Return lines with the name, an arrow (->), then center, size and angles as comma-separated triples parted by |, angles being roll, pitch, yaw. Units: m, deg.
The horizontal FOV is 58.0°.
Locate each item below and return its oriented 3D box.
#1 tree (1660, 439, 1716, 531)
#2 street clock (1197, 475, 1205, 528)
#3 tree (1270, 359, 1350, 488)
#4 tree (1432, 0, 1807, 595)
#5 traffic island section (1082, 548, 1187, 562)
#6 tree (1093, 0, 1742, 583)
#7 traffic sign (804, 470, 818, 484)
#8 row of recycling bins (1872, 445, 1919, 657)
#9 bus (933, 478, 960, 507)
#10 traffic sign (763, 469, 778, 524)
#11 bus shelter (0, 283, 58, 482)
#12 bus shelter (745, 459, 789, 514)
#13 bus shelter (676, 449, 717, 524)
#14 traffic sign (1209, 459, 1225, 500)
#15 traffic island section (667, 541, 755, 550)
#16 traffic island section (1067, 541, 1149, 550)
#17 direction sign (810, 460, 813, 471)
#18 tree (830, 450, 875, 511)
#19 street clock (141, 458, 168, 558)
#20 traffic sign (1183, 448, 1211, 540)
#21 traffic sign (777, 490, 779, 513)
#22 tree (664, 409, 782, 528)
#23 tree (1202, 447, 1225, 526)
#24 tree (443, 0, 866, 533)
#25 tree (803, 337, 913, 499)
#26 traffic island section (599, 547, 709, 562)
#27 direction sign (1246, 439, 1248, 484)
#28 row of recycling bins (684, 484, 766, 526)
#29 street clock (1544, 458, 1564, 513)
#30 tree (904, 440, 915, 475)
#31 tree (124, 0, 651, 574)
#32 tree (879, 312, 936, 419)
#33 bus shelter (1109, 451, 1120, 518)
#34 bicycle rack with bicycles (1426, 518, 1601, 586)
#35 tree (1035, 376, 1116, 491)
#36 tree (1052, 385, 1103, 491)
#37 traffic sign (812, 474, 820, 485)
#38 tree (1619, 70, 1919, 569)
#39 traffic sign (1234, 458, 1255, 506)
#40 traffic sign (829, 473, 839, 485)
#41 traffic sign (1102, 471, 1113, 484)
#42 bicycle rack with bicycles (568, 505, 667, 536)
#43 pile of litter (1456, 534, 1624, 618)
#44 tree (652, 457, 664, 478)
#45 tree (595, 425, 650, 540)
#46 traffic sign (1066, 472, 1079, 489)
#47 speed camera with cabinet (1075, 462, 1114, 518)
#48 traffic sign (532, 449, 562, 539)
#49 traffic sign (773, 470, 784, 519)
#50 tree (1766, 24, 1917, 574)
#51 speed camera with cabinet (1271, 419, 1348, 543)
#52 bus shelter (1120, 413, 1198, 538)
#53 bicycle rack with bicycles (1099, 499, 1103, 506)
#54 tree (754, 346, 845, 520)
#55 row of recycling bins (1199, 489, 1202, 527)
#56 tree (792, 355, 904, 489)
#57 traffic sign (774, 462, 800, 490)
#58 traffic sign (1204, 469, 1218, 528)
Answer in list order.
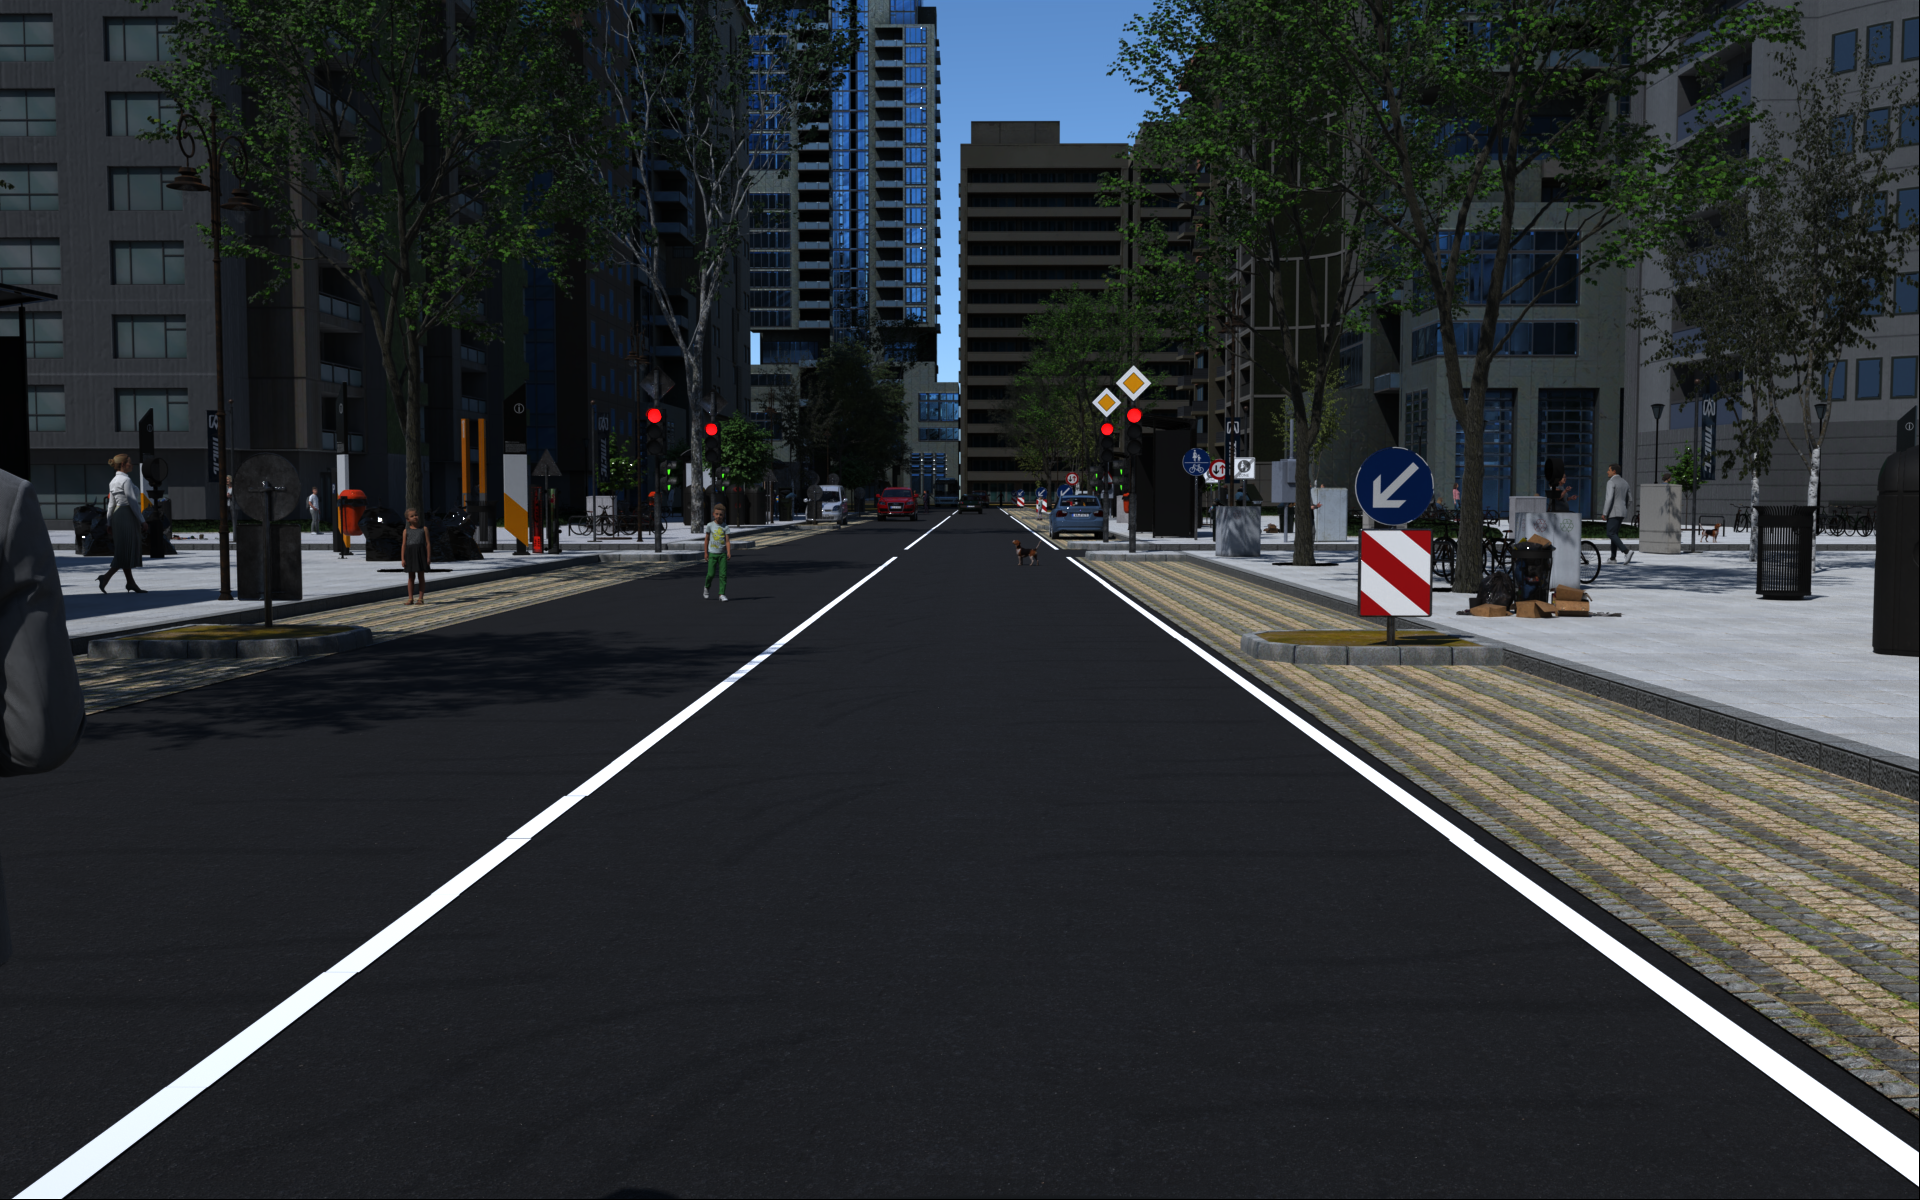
tree -> 25.635, -4.069, 61.137 | 1.663, 3.219, 1.824 | 0, 3, 0
street clock -> 8.906, -3.679, 64.717 | 0.471, 2.002, 0.358 | 2, 4, 24
tree -> 18.714, -8.637, 91.576 | 4.737, 8.622, 4.395 | 0, 3, 0
tree -> 6.508, -5.893, 22.110 | 9.928, 11.665, 9.643 | 0, 3, 0
traffic island section -> 3.795, -0.956, 37.911 | 2.009, 0.180, 2.903 | 0, 4, 1
tree -> 6.240, -6.429, 30.862 | 9.928, 11.665, 9.643 | 0, 3, 0
traffic sign -> -8.009, -5.673, 92.861 | 0.768, 2.556, 0.104 | 1, 4, 9
row of recycling bins -> 8.902, -0.461, 14.653 | 3.534, 1.692, 1.069 | -3, 4, -37
bus -> -1.545, -12.057, 191.996 | 2.948, 3.499, 13.247 | 0, 4, -1
traffic sign -> -8.182, -4.503, 73.633 | 0.884, 2.594, 0.081 | 0, 4, 7
bus shelter -> -11.558, -1.604, 17.514 | 1.731, 3.624, 6.357 | 0, 4, 1
bus shelter -> -10.689, -6.179, 94.948 | 2.014, 3.302, 5.546 | 0, 4, 1
bus shelter -> -11.213, -5.116, 77.576 | 2.014, 3.302, 5.546 | 0, 4, 1
traffic sign -> 9.395, -3.836, 62.817 | 0.768, 2.556, 0.104 | 0, 4, 5
traffic island section -> -6.554, -1.452, 46.019 | 2.009, 0.180, 2.903 | 0, 4, 1
traffic island section -> 3.886, -1.444, 45.895 | 2.009, 0.180, 2.903 | 0, 4, 1
direction sign -> -9.395, -7.171, 109.236 | 0.379, 3.537, 0.876 | 1, 4, 23
tree -> -8.164, -8.942, 129.917 | 4.285, 4.588, 4.351 | 0, 3, 0
street clock -> -16.103, -1.842, 34.688 | 0.358, 2.002, 0.471 | 1, 4, 20
traffic sign -> 6.556, -2.933, 48.058 | 0.768, 2.556, 0.104 | 0, 4, 7
traffic sign -> -12.110, -7.038, 115.176 | 0.768, 2.556, 0.104 | 0, 4, 8
tree -> -8.440, -5.063, 66.501 | 4.285, 4.588, 4.351 | 0, 3, 0
tree -> 10.011, -4.672, 70.996 | 1.663, 3.219, 1.824 | 0, 3, 0
tree -> -9.794, -12.285, 56.748 | 12.611, 20.169, 13.585 | 0, 3, 0
tree -> -8.147, -14.207, 138.942 | 9.857, 13.997, 8.962 | 0, 3, 0
traffic island section -> -6.645, -0.964, 38.034 | 2.009, 0.180, 2.903 | 0, 4, 1
direction sign -> 11.086, -4.590, 67.040 | 0.379, 3.537, 0.876 | 1, 4, 10
row of recycling bins -> -9.714, -3.939, 71.516 | 3.534, 1.692, 1.069 | -2, 4, -32
street clock -> 11.880, -1.841, 34.670 | 0.358, 2.002, 0.471 | 0, 4, -3
tree -> -8.178, -15.184, 182.666 | 7.601, 10.594, 8.767 | 1, 4, 15
tree -> -9.086, -6.255, 28.025 | 9.928, 11.665, 9.643 | 0, 3, 0
tree -> -9.307, -18.735, 162.207 | 12.611, 20.169, 13.585 | 0, 3, 0
bus shelter -> 8.827, -6.454, 96.814 | 1.731, 3.624, 6.357 | 0, 4, 1
bicycle rack with bicycles -> 7.600, -0.742, 25.512 | 2.852, 0.926, 2.925 | -1, 4, -14
tree -> 7.675, -9.664, 108.365 | 4.737, 8.622, 4.395 | 0, 3, 0
tree -> 7.869, -10.091, 115.349 | 4.360, 8.622, 3.978 | 0, 3, 0
traffic sign -> -8.653, -6.235, 102.049 | 0.768, 2.556, 0.104 | 0, 4, 3
tree -> 14.834, -5.032, 32.637 | 4.360, 8.622, 3.978 | 0, 3, 0
traffic sign -> 7.965, -2.843, 48.608 | 0.606, 2.300, 0.079 | 1, 4, 8
traffic sign -> -7.788, -6.494, 106.291 | 0.768, 2.556, 0.104 | 0, 4, 2
traffic sign -> 7.546, -5.448, 89.078 | 0.884, 2.594, 0.081 | 0, 4, 2
bicycle rack with bicycles -> -10.920, -2.466, 53.707 | 2.925, 0.926, 2.852 | 1, 4, 23
pile of litter -> 6.160, -0.267, 18.333 | 1.719, 0.858, 1.176 | 1, 4, 18
tree -> -15.709, -7.014, 98.389 | 4.285, 4.588, 4.351 | 0, 3, 0
tree -> -9.811, -3.315, 48.809 | 1.663, 3.219, 1.824 | 0, 3, 0
traffic sign -> 6.511, -6.141, 100.509 | 0.768, 2.556, 0.104 | 0, 4, 2
speed camera with cabinet -> 7.201, -6.012, 92.631 | 2.038, 3.252, 0.660 | 1, 4, 11
traffic sign -> -11.823, -3.030, 49.551 | 0.884, 2.594, 0.081 | 0, 4, 4
traffic sign -> -9.581, -5.530, 90.524 | 0.768, 2.556, 0.104 | 0, 4, 8
tree -> 13.766, -4.748, 27.999 | 4.360, 8.622, 3.978 | 0, 3, 0
speed camera with cabinet -> 9.343, -3.176, 46.257 | 2.038, 3.252, 0.660 | -1, 4, -21
bus shelter -> 6.167, -3.809, 53.557 | 1.731, 3.624, 6.357 | 0, 4, 1
bicycle rack with bicycles -> 9.666, -6.342, 117.067 | 2.852, 0.926, 2.925 | -1, 4, -16
tree -> -8.179, -8.349, 86.870 | 4.360, 8.622, 3.978 | 0, 3, 0
row of recycling bins -> 8.906, -3.727, 68.048 | 1.069, 1.692, 3.534 | 0, 4, 0
tree -> -7.818, -11.058, 115.218 | 7.601, 10.594, 8.767 | 0, 4, -1
traffic sign -> -11.185, -7.033, 108.860 | 2.265, 3.308, 0.079 | 0, 4, 4
traffic sign -> 9.591, -3.916, 66.163 | 0.606, 2.300, 0.079 | 0, 4, 4
